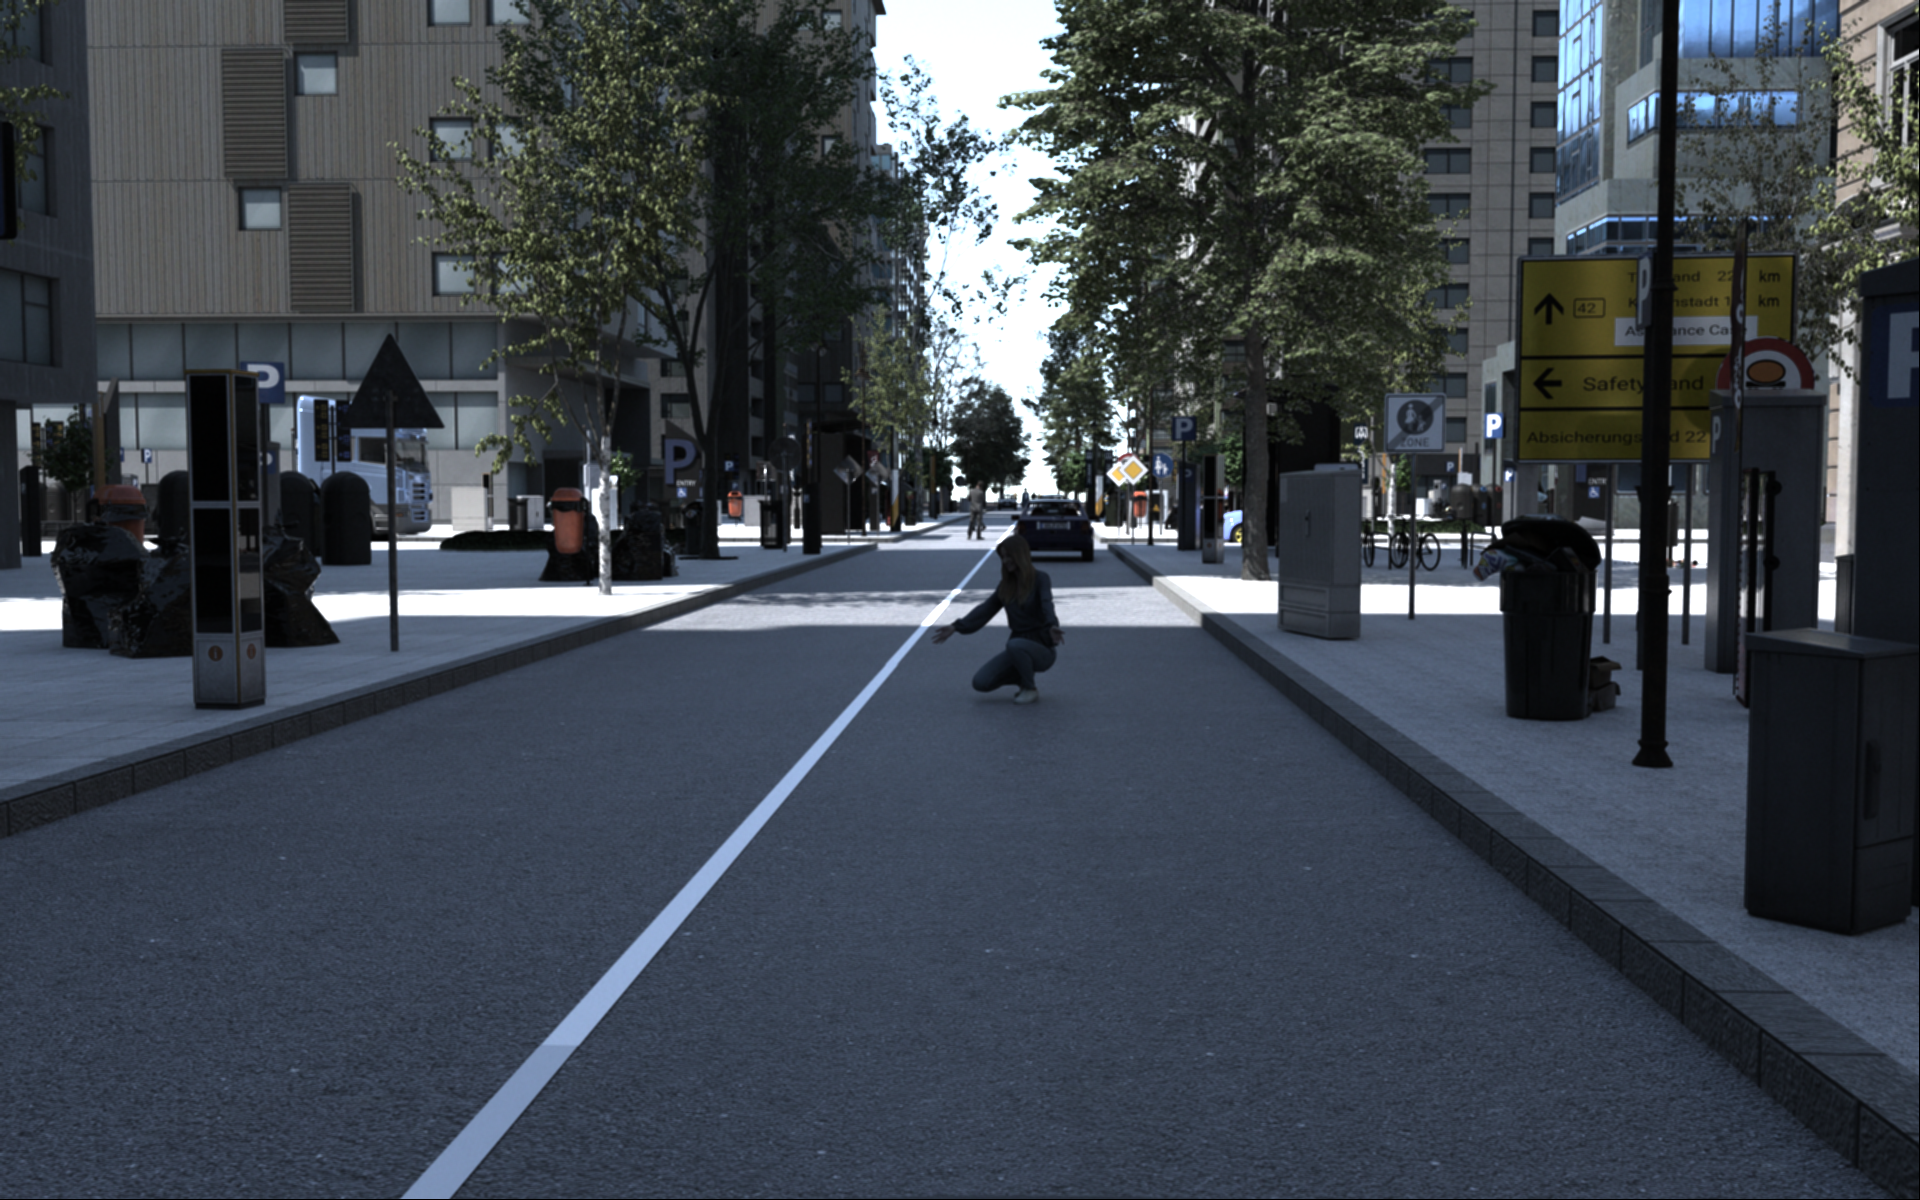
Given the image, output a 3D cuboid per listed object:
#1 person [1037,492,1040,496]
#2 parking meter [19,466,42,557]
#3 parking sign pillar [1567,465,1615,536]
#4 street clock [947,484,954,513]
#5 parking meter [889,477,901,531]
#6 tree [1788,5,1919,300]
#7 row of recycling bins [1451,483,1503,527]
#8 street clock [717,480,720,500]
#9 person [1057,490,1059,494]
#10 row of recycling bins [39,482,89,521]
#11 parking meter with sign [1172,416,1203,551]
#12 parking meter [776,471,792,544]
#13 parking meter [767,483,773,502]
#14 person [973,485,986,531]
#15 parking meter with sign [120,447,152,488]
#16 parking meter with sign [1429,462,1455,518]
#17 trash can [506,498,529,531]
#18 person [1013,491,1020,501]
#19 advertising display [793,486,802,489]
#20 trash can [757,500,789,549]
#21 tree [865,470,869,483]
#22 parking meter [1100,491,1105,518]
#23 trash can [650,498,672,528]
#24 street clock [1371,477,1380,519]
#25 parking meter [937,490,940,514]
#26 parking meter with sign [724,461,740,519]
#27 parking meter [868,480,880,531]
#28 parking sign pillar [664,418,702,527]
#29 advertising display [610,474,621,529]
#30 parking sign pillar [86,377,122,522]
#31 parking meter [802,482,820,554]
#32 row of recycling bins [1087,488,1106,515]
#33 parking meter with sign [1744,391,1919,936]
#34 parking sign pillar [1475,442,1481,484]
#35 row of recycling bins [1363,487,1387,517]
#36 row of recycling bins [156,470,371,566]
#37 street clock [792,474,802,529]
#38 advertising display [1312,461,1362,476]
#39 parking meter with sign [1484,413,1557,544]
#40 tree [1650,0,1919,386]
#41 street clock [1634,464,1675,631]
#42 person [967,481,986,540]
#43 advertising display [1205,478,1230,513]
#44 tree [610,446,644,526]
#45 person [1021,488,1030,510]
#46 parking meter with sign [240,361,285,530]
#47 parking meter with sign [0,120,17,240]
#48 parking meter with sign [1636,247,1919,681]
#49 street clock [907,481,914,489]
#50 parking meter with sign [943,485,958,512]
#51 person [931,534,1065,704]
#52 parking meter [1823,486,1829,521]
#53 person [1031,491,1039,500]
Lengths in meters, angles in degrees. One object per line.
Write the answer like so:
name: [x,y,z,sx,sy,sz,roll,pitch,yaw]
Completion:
person: [13.053,-16.897,284.900,1.348,1.807,0.705,2,4,34]
parking meter: [-19.122,-1.829,35.619,0.399,1.863,0.255,3,4,37]
parking sign pillar: [19.377,-3.956,53.156,1.447,3.967,1.447,0,4,-4]
street clock: [-0.641,-7.089,120.481,0.358,2.002,0.471,3,5,45]
parking meter: [-2.227,-3.286,59.429,0.399,1.863,0.255,0,4,8]
tree: [12.068,-4.262,20.047,4.737,8.622,4.395,0,3,0]
row of recycling bins: [20.696,-3.746,68.366,3.534,1.692,1.069,-2,4,-33]
street clock: [-12.285,-5.085,87.715,0.358,2.002,0.471,-1,4,-10]
person: [6.772,-6.732,119.567,0.512,1.701,0.522,2,4,24]
row of recycling bins: [-29.649,-3.114,58.029,3.534,1.692,1.069,0,4,6]
parking meter with sign: [5.286,-2.657,39.708,0.543,3.016,1.738,1,4,18]
parking meter: [-4.487,-2.358,44.270,0.399,1.863,0.255,0,4,-7]
parking meter: [-10.030,-5.201,90.746,0.399,1.863,0.255,-1,4,-12]
person: [0.674,-3.627,67.902,0.767,1.812,0.694,0,4,-6]
parking meter with sign: [-32.000,-4.299,66.545,1.738,3.016,0.543,0,4,6]
parking meter with sign: [26.029,-5.966,93.808,0.543,3.016,1.738,-1,4,-19]
trash can: [-14.776,-2.830,57.932,0.748,1.137,0.748,0,3,0]
person: [7.006,-12.856,218.787,1.348,1.812,0.705,1,4,19]
advertising display: [-9.731,-6.096,104.875,0.974,1.923,0.123,1,4,20]
trash can: [-4.375,-1.769,40.584,0.748,1.137,0.748,0,3,0]
tree: [-6.721,-7.689,120.318,1.663,3.219,1.824,0,3,0]
parking meter: [7.567,-5.157,92.729,0.372,1.533,0.369,0,3,0]
trash can: [-9.718,-2.729,56.272,0.748,1.137,0.748,0,3,0]
street clock: [17.591,-4.210,73.409,0.358,2.002,0.471,2,4,33]
parking meter: [-1.437,-6.146,108.900,0.372,1.533,0.369,0,3,0]
parking meter with sign: [-11.775,-5.727,89.894,0.543,3.016,1.738,-1,4,-22]
parking meter: [-3.003,-3.357,60.591,0.399,1.863,0.255,0,4,-1]
parking sign pillar: [-9.832,-4.465,61.477,1.447,3.967,1.447,0,4,6]
advertising display: [-11.446,-3.157,56.837,0.974,1.923,0.123,3,5,44]
parking sign pillar: [-19.475,-3.117,39.432,1.447,3.967,1.447,-1,4,-14]
parking meter: [-3.173,-1.749,36.999,0.372,1.533,0.369,0,3,0]
row of recycling bins: [8.359,-5.927,104.013,1.069,1.692,3.534,1,4,16]
parking meter with sign: [3.197,-0.566,5.523,1.738,3.016,0.543,-2,4,-35]
parking sign pillar: [27.288,-6.271,91.007,1.447,3.967,1.447,1,4,18]
row of recycling bins: [23.036,-5.484,96.775,1.069,1.692,3.534,0,4,2]
row of recycling bins: [-12.347,-1.450,30.819,3.534,1.692,1.069,-2,4,-24]
street clock: [-5.962,-3.596,63.372,0.471,2.002,0.358,1,4,16]
advertising display: [7.447,-1.777,34.274,0.974,1.923,0.123,2,4,29]
parking meter with sign: [12.220,-2.532,37.656,1.738,3.016,0.543,-2,4,-28]
tree: [12.748,-4.678,26.850,4.360,8.622,3.978,0,3,0]
street clock: [6.469,-0.709,16.158,0.471,2.002,0.358,-2,4,-34]
person: [0.520,-2.836,54.678,0.655,1.846,0.447,1,4,21]
advertising display: [10.522,-4.011,70.798,0.974,1.923,0.123,1,4,21]
tree: [-13.737,-4.578,69.452,1.663,3.219,1.824,0,3,0]
person: [3.907,-5.789,103.175,0.581,1.822,0.654,0,4,3]
parking meter with sign: [-9.490,-1.677,23.674,0.543,3.016,1.738,-1,4,-21]
parking meter with sign: [-4.839,-0.680,7.380,0.543,3.016,1.738,1,4,10]
parking meter with sign: [5.780,-0.987,12.392,1.738,3.016,0.543,1,4,10]
street clock: [-2.714,-5.585,95.891,0.471,2.002,0.358,1,4,21]
parking meter with sign: [-1.010,-7.877,125.047,1.738,3.016,0.543,-2,4,-34]
person: [0.413,0.128,11.913,0.738,1.151,1.012,-3,5,-44]
parking meter: [28.632,-2.974,57.032,0.372,1.533,0.369,0,3,0]
person: [7.679,-10.330,177.929,0.617,1.759,0.750,2,4,34]
